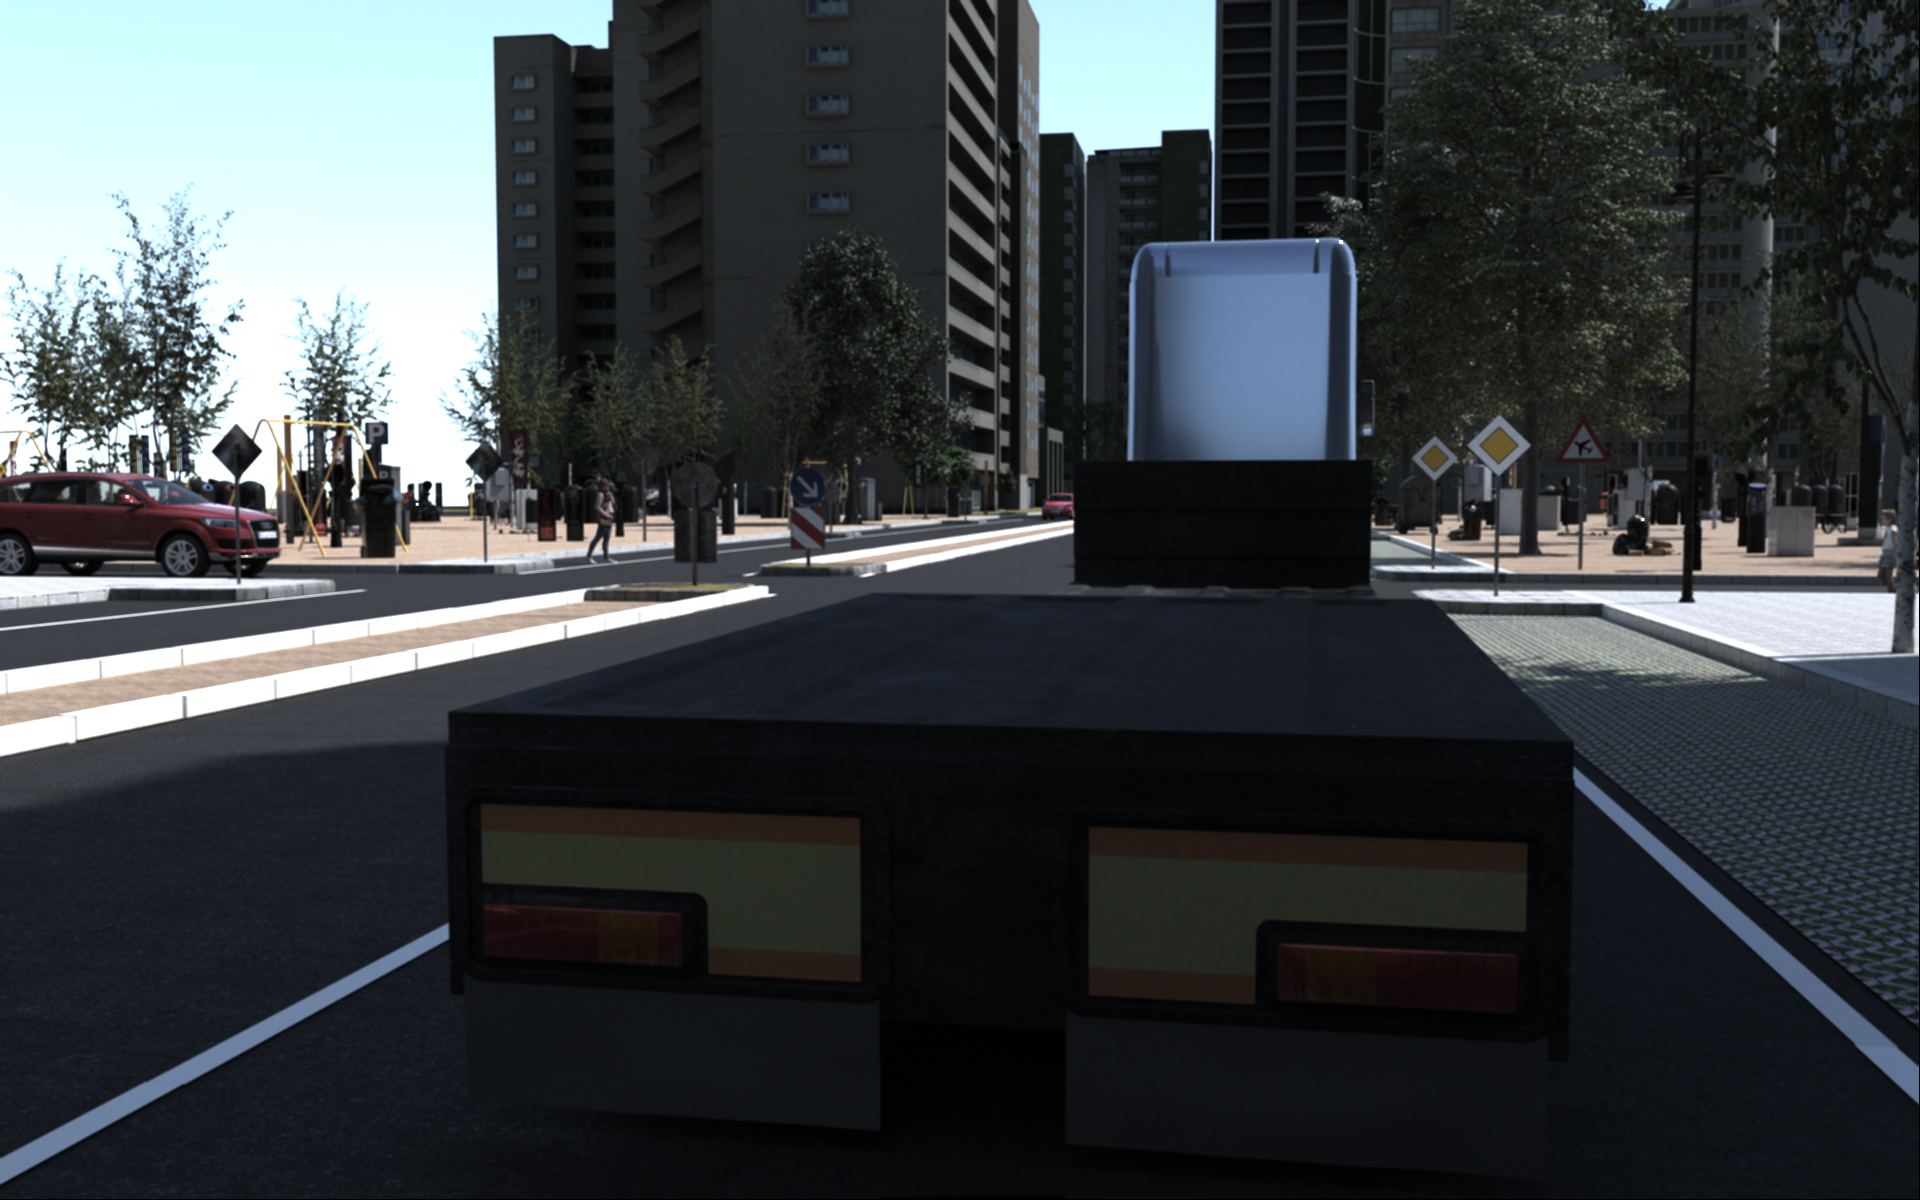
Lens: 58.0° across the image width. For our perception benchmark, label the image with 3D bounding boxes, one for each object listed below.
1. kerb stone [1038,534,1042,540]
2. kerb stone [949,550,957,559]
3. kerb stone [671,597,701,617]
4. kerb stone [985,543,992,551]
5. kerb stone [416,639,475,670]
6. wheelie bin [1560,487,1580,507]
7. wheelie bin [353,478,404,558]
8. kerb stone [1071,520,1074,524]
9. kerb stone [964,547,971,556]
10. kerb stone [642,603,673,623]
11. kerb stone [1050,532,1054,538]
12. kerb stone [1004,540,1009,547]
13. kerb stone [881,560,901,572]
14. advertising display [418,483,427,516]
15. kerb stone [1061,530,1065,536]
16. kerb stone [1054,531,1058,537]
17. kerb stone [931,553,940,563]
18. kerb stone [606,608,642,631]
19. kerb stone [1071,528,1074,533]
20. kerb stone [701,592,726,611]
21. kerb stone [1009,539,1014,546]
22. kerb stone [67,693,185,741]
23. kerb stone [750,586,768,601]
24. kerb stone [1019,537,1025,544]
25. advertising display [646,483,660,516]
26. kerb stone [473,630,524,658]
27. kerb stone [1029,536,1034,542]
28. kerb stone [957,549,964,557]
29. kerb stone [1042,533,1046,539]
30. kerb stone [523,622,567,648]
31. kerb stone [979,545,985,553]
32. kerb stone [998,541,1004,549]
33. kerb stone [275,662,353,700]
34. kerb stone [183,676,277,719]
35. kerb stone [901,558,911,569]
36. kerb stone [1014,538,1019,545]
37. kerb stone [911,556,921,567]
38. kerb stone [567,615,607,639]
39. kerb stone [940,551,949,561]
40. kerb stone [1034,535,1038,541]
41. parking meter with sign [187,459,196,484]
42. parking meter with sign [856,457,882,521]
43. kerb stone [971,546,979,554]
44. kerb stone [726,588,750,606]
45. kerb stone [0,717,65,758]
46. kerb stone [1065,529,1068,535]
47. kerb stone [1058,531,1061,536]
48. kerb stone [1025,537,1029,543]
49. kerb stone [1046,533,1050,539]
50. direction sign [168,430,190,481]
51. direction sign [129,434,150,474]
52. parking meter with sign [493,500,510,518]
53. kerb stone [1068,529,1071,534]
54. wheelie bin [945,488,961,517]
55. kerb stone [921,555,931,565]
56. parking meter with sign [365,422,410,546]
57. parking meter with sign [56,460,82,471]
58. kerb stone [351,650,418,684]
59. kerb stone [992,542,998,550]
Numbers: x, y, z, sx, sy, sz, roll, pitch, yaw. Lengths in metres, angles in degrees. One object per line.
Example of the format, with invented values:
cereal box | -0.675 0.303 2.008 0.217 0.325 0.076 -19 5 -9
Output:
kerb stone | 2.347 -1.913 53.519 0.120 0.150 1.000 1 4 10
kerb stone | -0.269 -0.988 38.347 0.120 0.150 1.000 1 4 10
kerb stone | -3.334 0.096 20.631 0.120 0.150 1.000 1 4 10
kerb stone | 0.597 -1.292 43.407 0.120 0.150 1.000 1 4 10
kerb stone | -4.380 0.466 14.569 0.120 0.150 1.000 1 4 10
wheelie bin | 27.340 -4.258 77.527 0.980 1.594 0.693 0 4 3
wheelie bin | -11.692 -1.651 34.910 0.980 1.594 0.693 -2 4 -29
kerb stone | 5.153 -3.667 82.158 0.120 0.150 1.000 1 4 10
kerb stone | 0.068 -1.107 40.375 0.120 0.150 1.000 1 4 10
kerb stone | -3.508 0.158 19.624 0.120 0.150 1.000 1 4 10
kerb stone | 2.865 -2.101 56.542 0.120 0.150 1.000 1 4 10
kerb stone | 1.120 -1.482 46.433 0.120 0.150 1.000 1 4 10
kerb stone | -1.315 -0.617 32.287 0.120 0.150 1.000 1 4 10
advertising display | -30.861 -5.771 99.563 0.123 1.923 0.974 0 4 8
kerb stone | 3.400 -2.287 59.586 0.120 0.150 1.000 1 4 10
kerb stone | 3.040 -2.163 57.560 0.120 0.150 1.000 1 4 10
kerb stone | -0.620 -0.864 36.328 0.120 0.150 1.000 1 4 10
kerb stone | -3.683 0.219 18.613 0.120 0.150 1.000 1 4 10
kerb stone | 3.917 -2.473 62.626 0.120 0.150 1.000 1 4 10
kerb stone | -3.162 0.034 21.638 0.120 0.150 1.000 1 4 10
kerb stone | 1.294 -1.544 47.442 0.120 0.150 1.000 1 4 10
kerb stone | -5.089 0.713 10.534 0.120 0.150 1.000 1 4 10
kerb stone | -2.817 -0.088 23.659 0.120 0.150 1.000 1 4 10
kerb stone | 1.648 -1.668 49.467 0.120 0.150 1.000 1 4 10
advertising display | -18.061 -5.894 101.573 0.974 1.923 0.123 -3 4 -39
kerb stone | -4.208 0.408 15.577 0.120 0.150 1.000 1 4 10
kerb stone | 1.991 -1.789 51.495 0.120 0.150 1.000 1 4 10
kerb stone | -0.107 -1.050 39.365 0.120 0.150 1.000 1 4 10
kerb stone | 2.519 -1.976 54.527 0.120 0.150 1.000 1 4 10
kerb stone | -4.043 0.343 16.586 0.120 0.150 1.000 1 4 10
kerb stone | 0.424 -1.236 42.400 0.120 0.150 1.000 1 4 10
kerb stone | 0.951 -1.419 45.424 0.120 0.150 1.000 1 4 10
kerb stone | -4.731 0.590 12.550 0.120 0.150 1.000 1 4 10
kerb stone | -4.901 0.652 11.539 0.120 0.150 1.000 1 4 10
kerb stone | -1.144 -0.676 33.295 0.120 0.150 1.000 1 4 10
kerb stone | 1.462 -1.606 48.451 0.120 0.150 1.000 1 4 10
kerb stone | -0.972 -0.741 34.314 0.120 0.150 1.000 1 4 10
kerb stone | -3.855 0.281 17.599 0.120 0.150 1.000 1 4 10
kerb stone | -0.441 -0.918 37.339 0.120 0.150 1.000 1 4 10
kerb stone | 2.173 -1.854 52.506 0.120 0.150 1.000 1 4 10
parking meter with sign | -37.922 -5.461 85.550 0.543 3.016 1.738 -2 4 -33
parking meter with sign | -4.345 -5.243 81.988 0.543 3.016 1.738 2 4 33
kerb stone | 0.254 -1.174 41.390 0.120 0.150 1.000 1 4 10
kerb stone | -2.985 -0.028 22.651 0.120 0.150 1.000 1 4 10
kerb stone | -5.250 0.781 9.515 0.120 0.150 1.000 1 4 10
kerb stone | 3.570 -2.340 60.595 0.120 0.150 1.000 1 4 10
kerb stone | 3.222 -2.223 58.580 0.120 0.150 1.000 1 4 10
kerb stone | 1.819 -1.730 50.488 0.120 0.150 1.000 1 4 10
kerb stone | 2.698 -2.039 55.533 0.120 0.150 1.000 1 4 10
direction sign | -27.552 -4.231 61.175 0.379 3.537 0.876 1 4 22
direction sign | -31.264 -4.529 66.046 0.379 3.537 0.876 2 4 26
parking meter with sign | -24.395 -5.861 92.082 0.543 3.016 1.738 -3 5 -45
kerb stone | 3.736 -2.410 61.603 0.120 0.150 1.000 1 4 10
wheelie bin | -0.342 -5.331 95.075 0.980 1.594 0.693 0 4 -2
kerb stone | -0.802 -0.803 35.322 0.120 0.150 1.000 1 4 10
parking meter with sign | -14.103 -2.848 42.825 0.543 3.016 1.738 0 4 1
parking meter with sign | -45.811 -5.723 89.840 1.738 3.016 0.543 -1 4 -17
kerb stone | -4.560 0.532 13.557 0.120 0.150 1.000 1 4 10
kerb stone | 0.782 -1.359 44.416 0.120 0.150 1.000 1 4 10
